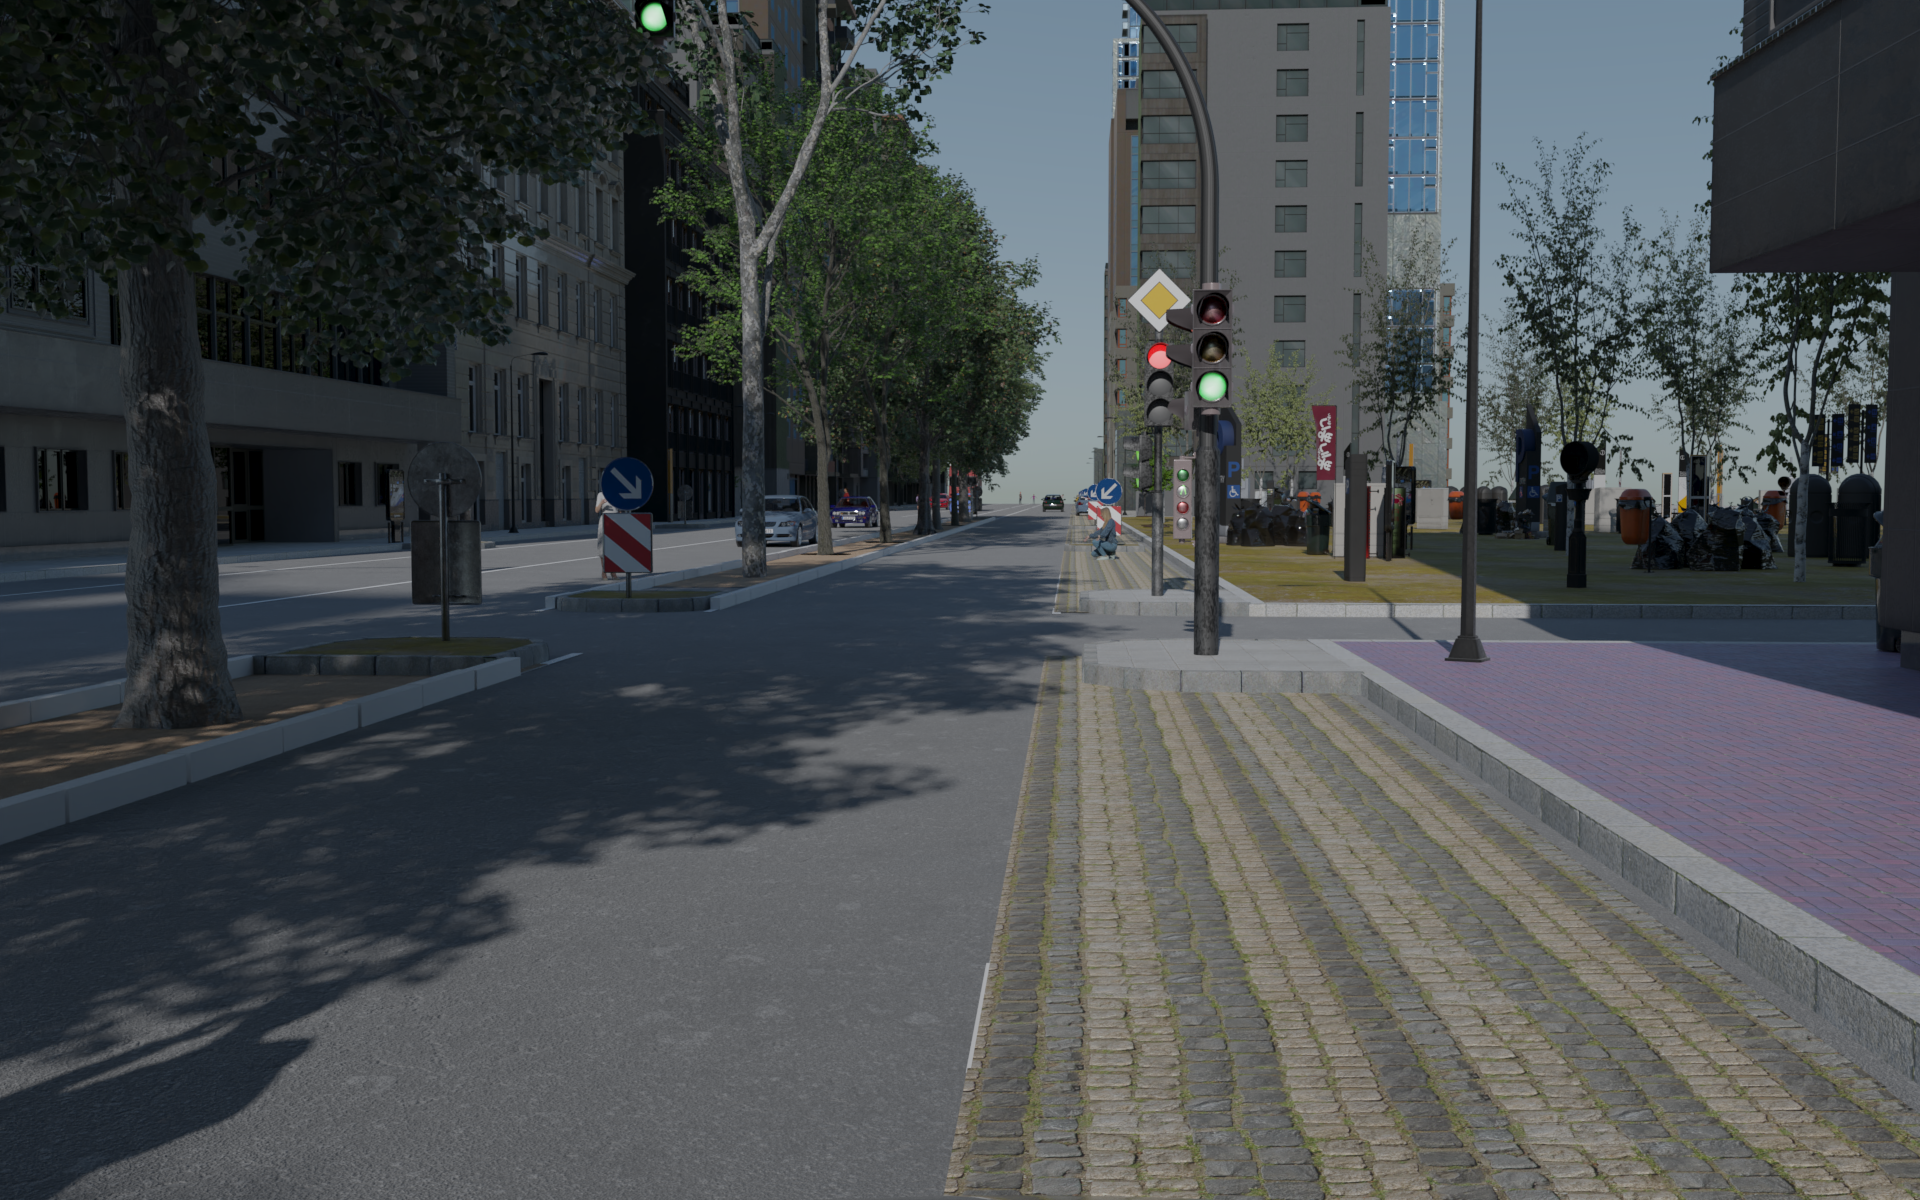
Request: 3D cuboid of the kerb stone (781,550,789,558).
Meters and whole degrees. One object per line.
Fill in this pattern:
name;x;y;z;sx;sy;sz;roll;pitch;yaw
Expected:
kerb stone;-3.998;-0.987;38.471;0.120;0.150;1.000;0;4;4

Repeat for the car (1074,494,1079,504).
car;16.559;-13.840;236.514;2.015;1.641;3.980;0;4;3

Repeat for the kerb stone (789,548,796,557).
kerb stone;-3.933;-1.058;39.494;0.120;0.150;1.000;0;4;4

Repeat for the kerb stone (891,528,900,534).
kerb stone;-2.381;-2.496;63.013;0.120;0.150;1.000;0;4;4

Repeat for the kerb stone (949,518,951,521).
kerb stone;-0.702;-4.057;88.545;0.120;0.150;1.000;0;4;4

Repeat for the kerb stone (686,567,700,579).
kerb stone;-4.610;-0.433;29.281;0.120;0.150;1.000;0;4;4

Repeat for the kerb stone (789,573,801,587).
kerb stone;-2.660;-0.296;27.030;0.120;0.150;1.000;0;4;4

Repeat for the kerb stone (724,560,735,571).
kerb stone;-4.408;-0.621;32.344;0.120;0.150;1.000;0;4;4

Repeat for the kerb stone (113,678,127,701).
kerb stone;-5.740;0.605;12.296;0.120;0.150;1.000;0;4;4

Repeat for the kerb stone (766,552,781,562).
kerb stone;-4.071;-0.928;37.447;0.120;0.150;1.000;0;4;4

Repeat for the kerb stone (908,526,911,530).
kerb stone;-2.108;-2.746;67.092;0.120;0.150;1.000;0;4;4

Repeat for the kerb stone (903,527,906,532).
kerb stone;-2.241;-2.620;65.052;0.120;0.150;1.000;0;4;4

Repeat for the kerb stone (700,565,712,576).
kerb stone;-4.544;-0.496;30.301;0.120;0.150;1.000;0;4;4

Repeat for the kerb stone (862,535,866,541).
kerb stone;-3.052;-1.872;52.797;0.120;0.150;1.000;0;4;4

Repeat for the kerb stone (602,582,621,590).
kerb stone;-4.956;-0.121;24.174;0.120;0.150;1.000;0;4;4

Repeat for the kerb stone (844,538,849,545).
kerb stone;-3.322;-1.622;48.712;0.120;0.150;1.000;0;4;4

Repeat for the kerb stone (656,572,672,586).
kerb stone;-4.743;-0.305;27.237;0.120;0.150;1.000;0;4;4

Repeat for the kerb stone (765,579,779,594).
kerb stone;-2.794;-0.171;24.985;0.120;0.150;1.000;0;4;4

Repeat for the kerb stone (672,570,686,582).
kerb stone;-4.684;-0.368;28.258;0.120;0.150;1.000;0;4;4

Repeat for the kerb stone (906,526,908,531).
kerb stone;-2.179;-2.684;66.072;0.120;0.150;1.000;0;4;4

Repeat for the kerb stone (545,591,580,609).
kerb stone;-5.088;0.004;22.134;0.120;0.150;1.000;0;4;4

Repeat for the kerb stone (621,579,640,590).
kerb stone;-4.877;-0.183;25.193;0.120;0.150;1.000;0;4;4

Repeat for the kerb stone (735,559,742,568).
kerb stone;-4.343;-0.680;33.364;0.120;0.150;1.000;0;4;4

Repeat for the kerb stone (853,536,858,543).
kerb stone;-3.186;-1.744;50.757;0.120;0.150;1.000;0;4;4

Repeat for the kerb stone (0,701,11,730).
kerb stone;-5.865;0.730;10.255;0.120;0.150;1.000;0;4;4

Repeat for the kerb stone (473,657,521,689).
kerb stone;-3.565;0.558;13.188;0.120;0.150;1.000;0;4;4

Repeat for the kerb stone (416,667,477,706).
kerb stone;-3.643;0.613;12.168;0.120;0.150;1.000;0;4;4

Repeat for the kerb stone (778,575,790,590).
kerb stone;-2.726;-0.233;26.005;0.120;0.150;1.000;0;4;4

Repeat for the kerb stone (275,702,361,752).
kerb stone;-3.781;0.746;10.117;0.120;0.150;1.000;0;4;4

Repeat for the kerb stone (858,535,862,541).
kerb stone;-3.125;-1.809;51.778;0.120;0.150;1.000;0;4;4

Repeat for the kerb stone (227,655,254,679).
kerb stone;-5.659;0.543;13.315;0.120;0.150;1.000;0;4;4

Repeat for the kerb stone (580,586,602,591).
kerb stone;-5.011;-0.053;23.154;0.120;0.150;1.000;0;4;4

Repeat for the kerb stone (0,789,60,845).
kerb stone;-3.980;0.928;7.029;0.120;0.150;1.000;0;4;4

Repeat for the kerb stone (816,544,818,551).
kerb stone;-3.664;-1.308;43.589;0.120;0.150;1.000;0;4;4

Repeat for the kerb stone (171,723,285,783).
kerb stone;-3.841;0.802;9.089;0.120;0.150;1.000;0;4;4

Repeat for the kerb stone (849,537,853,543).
kerb stone;-3.259;-1.684;49.733;0.120;0.150;1.000;0;4;4

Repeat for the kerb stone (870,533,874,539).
kerb stone;-2.920;-1.994;54.846;0.120;0.150;1.000;0;4;4

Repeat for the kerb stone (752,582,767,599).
kerb stone;-2.857;-0.108;23.958;0.120;0.150;1.000;0;4;4

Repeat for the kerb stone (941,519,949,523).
kerb stone;-0.763;-3.996;87.522;0.120;0.150;1.000;0;4;4

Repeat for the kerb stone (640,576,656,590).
kerb stone;-4.813;-0.246;26.214;0.120;0.150;1.000;0;4;4

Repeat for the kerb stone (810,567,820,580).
kerb stone;-2.525;-0.419;29.078;0.120;0.150;1.000;0;4;4

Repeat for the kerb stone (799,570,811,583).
kerb stone;-2.588;-0.358;28.050;0.120;0.150;1.000;0;4;4

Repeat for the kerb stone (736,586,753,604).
kerb stone;-2.925;-0.045;22.938;0.120;0.150;1.000;0;4;4

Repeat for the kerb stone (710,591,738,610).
kerb stone;-2.994;0.017;21.910;0.120;0.150;1.000;0;4;4

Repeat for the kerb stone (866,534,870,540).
kerb stone;-2.985;-1.934;53.823;0.120;0.150;1.000;0;4;4

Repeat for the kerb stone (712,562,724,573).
kerb stone;-4.477;-0.555;31.321;0.120;0.150;1.000;0;4;4

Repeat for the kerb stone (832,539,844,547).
kerb stone;-3.394;-1.559;47.690;0.120;0.150;1.000;0;4;4

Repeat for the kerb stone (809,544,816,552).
kerb stone;-3.733;-1.246;42.563;0.120;0.150;1.000;0;4;4

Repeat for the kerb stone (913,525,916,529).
kerb stone;-1.977;-2.871;69.138;0.120;0.150;1.000;0;4;4

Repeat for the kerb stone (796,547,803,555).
kerb stone;-3.873;-1.121;40.524;0.120;0.150;1.000;0;4;4

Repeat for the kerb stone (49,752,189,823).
kerb stone;-3.909;0.867;8.049;0.120;0.150;1.000;0;4;4

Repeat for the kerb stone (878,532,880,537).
kerb stone;-2.781;-2.122;56.885;0.120;0.150;1.000;0;4;4

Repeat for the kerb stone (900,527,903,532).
kerb stone;-2.315;-2.558;64.033;0.120;0.150;1.000;0;4;4

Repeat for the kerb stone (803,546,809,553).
kerb stone;-3.809;-1.180;41.544;0.120;0.150;1.000;0;4;4

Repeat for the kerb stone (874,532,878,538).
kerb stone;-2.857;-2.059;55.866;0.120;0.150;1.000;0;4;4

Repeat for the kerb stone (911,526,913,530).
kerb stone;-2.046;-2.808;68.112;0.120;0.150;1.000;0;4;4

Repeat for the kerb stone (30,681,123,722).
kerb stone;-5.803;0.673;11.276;0.120;0.150;1.000;0;4;4

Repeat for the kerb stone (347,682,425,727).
kerb stone;-3.703;0.676;11.138;0.120;0.150;1.000;0;4;4
